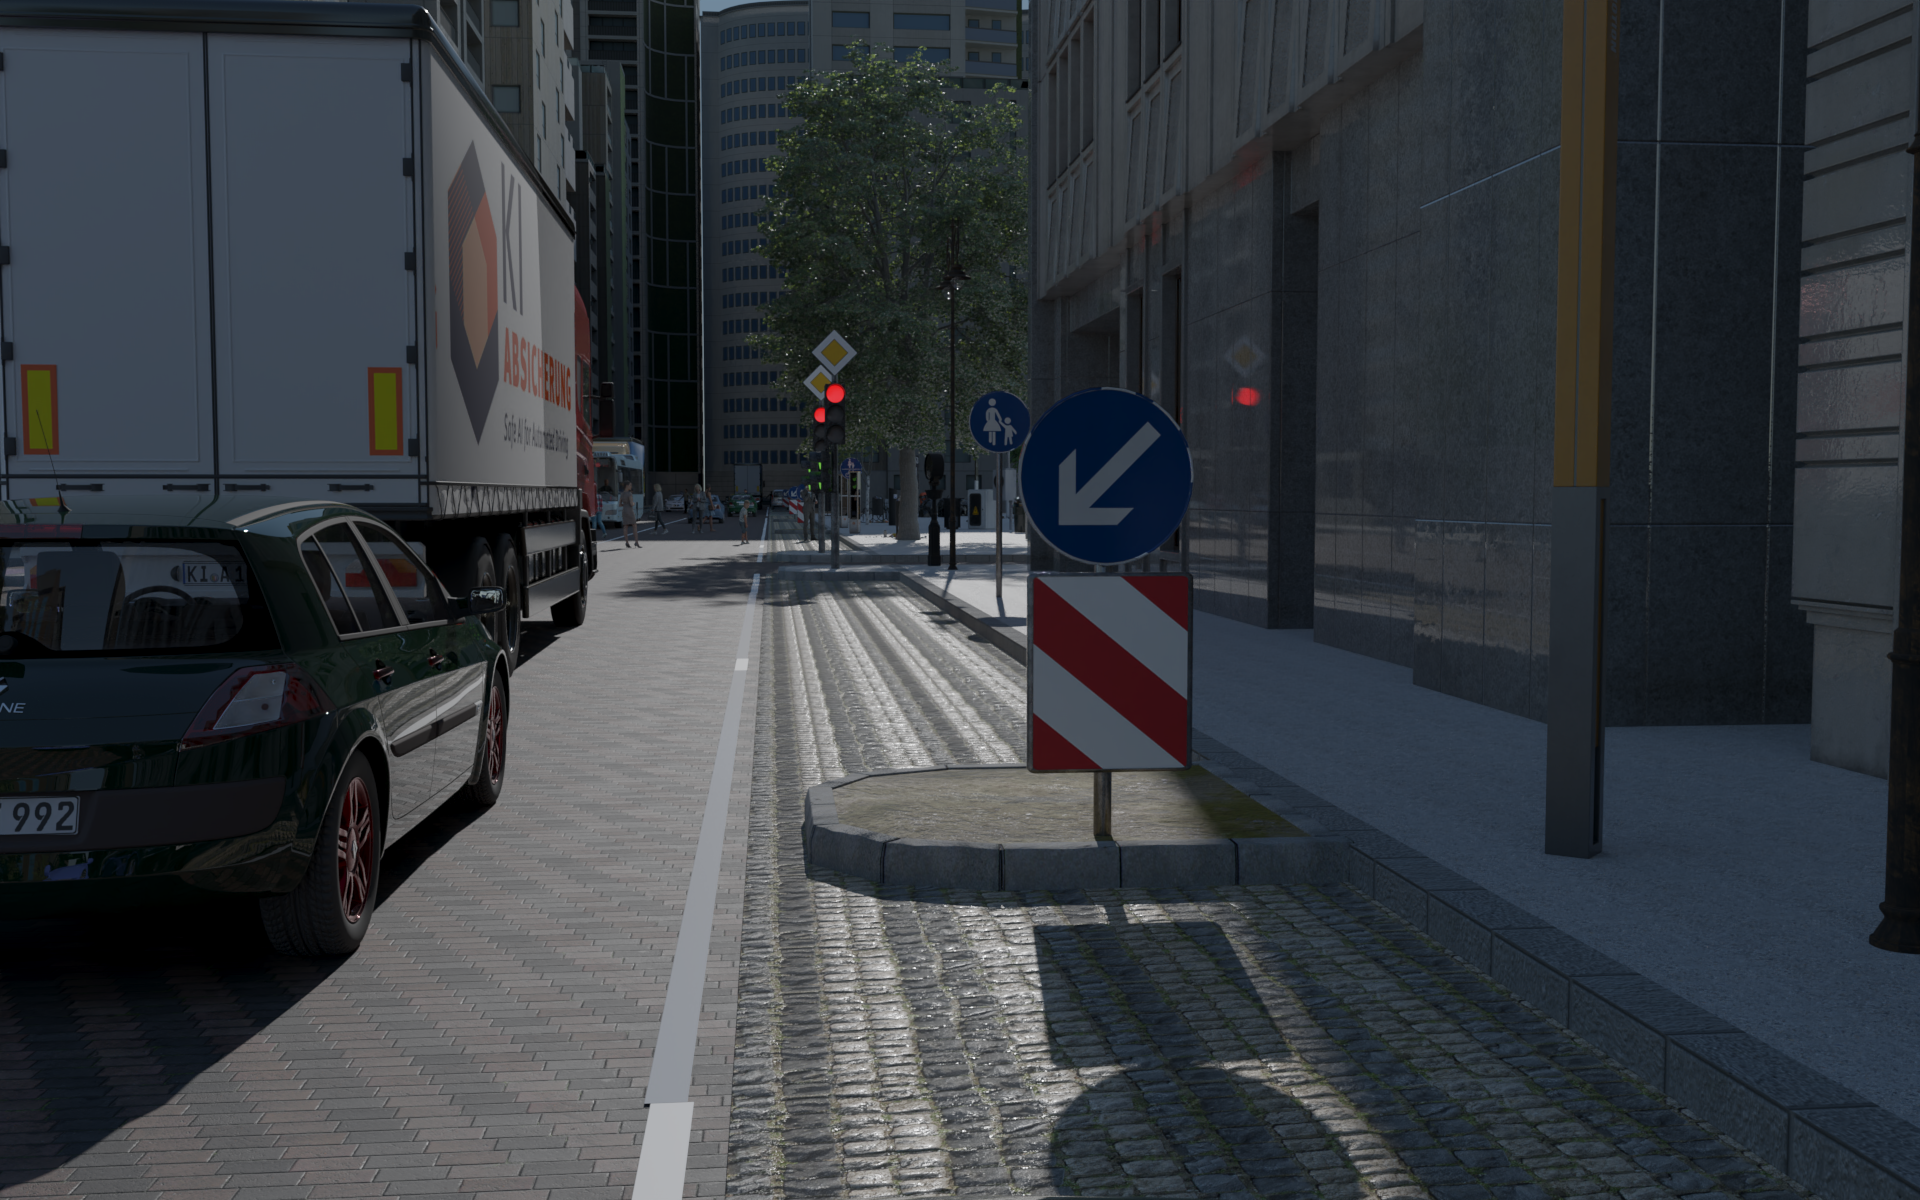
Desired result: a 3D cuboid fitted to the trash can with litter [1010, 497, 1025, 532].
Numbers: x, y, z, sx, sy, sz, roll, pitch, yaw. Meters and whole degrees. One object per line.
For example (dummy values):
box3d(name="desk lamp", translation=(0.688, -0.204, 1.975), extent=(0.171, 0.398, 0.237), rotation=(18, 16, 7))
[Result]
box3d(name="trash can with litter", translation=(2.248, -2.834, 57.730), extent=(1.055, 1.170, 0.624), rotation=(-1, 4, -18))

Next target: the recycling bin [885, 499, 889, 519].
box3d(name="recycling bin", translation=(-3.416, -4.751, 90.232), extent=(0.722, 1.027, 0.722), rotation=(3, 5, 43))

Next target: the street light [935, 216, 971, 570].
box3d(name="street light", translation=(-0.123, -3.448, 29.166), extent=(0.468, 5.910, 1.993), rotation=(0, 4, -6))

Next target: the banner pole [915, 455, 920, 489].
box3d(name="banner pole", translation=(-2.679, -6.563, 97.328), extent=(0.863, 3.779, 0.401), rotation=(-1, 4, -12))

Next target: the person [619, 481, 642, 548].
box3d(name="person", translation=(-8.777, -2.279, 46.097), extent=(0.599, 1.781, 0.374), rotation=(3, 4, 36))

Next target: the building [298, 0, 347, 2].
box3d(name="building", translation=(-37.951, -22.981, 67.628), extent=(32.217, 40.220, 23.993), rotation=(0, 4, -6))

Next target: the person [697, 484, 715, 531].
box3d(name="person", translation=(-9.607, -3.506, 65.913), extent=(0.778, 1.811, 0.616), rotation=(-3, 5, -40))

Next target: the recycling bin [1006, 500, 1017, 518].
box3d(name="recycling bin", translation=(2.868, -5.017, 94.580), extent=(0.722, 1.027, 0.722), rotation=(0, 4, -2))

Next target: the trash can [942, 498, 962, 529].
box3d(name="trash can", translation=(-0.280, -3.145, 63.077), extent=(0.748, 1.137, 0.748), rotation=(0, 3, 0))

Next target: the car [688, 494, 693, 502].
box3d(name="car", translation=(-28.109, -10.500, 181.901), extent=(2.015, 1.641, 3.980), rotation=(0, 4, -4))

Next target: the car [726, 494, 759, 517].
box3d(name="car", translation=(-13.852, -6.023, 110.269), extent=(2.131, 1.459, 4.920), rotation=(0, 4, -6))

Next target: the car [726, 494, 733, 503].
box3d(name="car", translation=(-22.267, -9.918, 172.388), extent=(2.015, 1.641, 3.980), rotation=(0, 4, -7))

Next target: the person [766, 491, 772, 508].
box3d(name="person", translation=(-18.652, -9.914, 171.420), extent=(1.217, 1.723, 0.721), rotation=(0, 4, -2))

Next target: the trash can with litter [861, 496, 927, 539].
box3d(name="trash can with litter", translation=(-1.690, -2.424, 50.694), extent=(1.678, 1.210, 2.233), rotation=(-2, 4, -25))

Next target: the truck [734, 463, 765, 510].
box3d(name="truck", translation=(-19.707, -10.571, 161.757), extent=(2.839, 4.237, 11.283), rotation=(0, 4, -5))

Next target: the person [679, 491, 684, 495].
box3d(name="person", translation=(-24.822, -8.879, 154.336), extent=(0.551, 1.740, 0.621), rotation=(-3, 4, -36))

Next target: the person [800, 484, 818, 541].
box3d(name="person", translation=(-4.548, -2.727, 52.890), extent=(0.447, 1.846, 0.655), rotation=(3, 5, 40))

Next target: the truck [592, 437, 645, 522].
box3d(name="truck", translation=(-17.593, -6.028, 87.477), extent=(2.839, 4.237, 11.283), rotation=(0, 4, -6))

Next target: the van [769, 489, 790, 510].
box3d(name="van", translation=(-16.377, -9.228, 157.886), extent=(2.013, 2.044, 4.112), rotation=(0, 4, -6))

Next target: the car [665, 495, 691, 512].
box3d(name="car", translation=(-22.679, -7.772, 139.440), extent=(2.083, 1.381, 4.827), rotation=(0, 4, -6))

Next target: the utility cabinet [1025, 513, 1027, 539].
box3d(name="utility cabinet", translation=(2.368, -2.444, 48.638), extent=(1.173, 1.500, 0.318), rotation=(-3, 4, -38))

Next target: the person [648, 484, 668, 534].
box3d(name="person", translation=(-10.699, -3.218, 61.304), extent=(0.728, 1.800, 0.709), rotation=(1, 4, 11))

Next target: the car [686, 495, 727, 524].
box3d(name="car", translation=(-12.535, -4.499, 85.556), extent=(2.014, 1.417, 4.499), rotation=(0, 4, -7))

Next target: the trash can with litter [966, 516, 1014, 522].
box3d(name="trash can with litter", translation=(1.087, -4.218, 80.017), extent=(1.678, 1.210, 2.233), rotation=(3, 5, 41))

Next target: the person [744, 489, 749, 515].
box3d(name="person", translation=(-14.722, -6.704, 118.554), extent=(0.568, 1.767, 0.683), rotation=(0, 4, -8))

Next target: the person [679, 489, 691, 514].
box3d(name="person", translation=(-19.963, -7.191, 126.089), extent=(1.348, 1.823, 0.705), rotation=(3, 5, 39))

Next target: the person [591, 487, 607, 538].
box3d(name="person", translation=(-11.880, -2.887, 56.547), extent=(0.643, 1.720, 0.563), rotation=(3, 5, 41))

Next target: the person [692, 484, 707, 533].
box3d(name="person", translation=(-9.535, -3.341, 63.303), extent=(0.537, 1.800, 0.526), rotation=(0, 4, 4))

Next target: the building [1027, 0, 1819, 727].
box3d(name="building", translation=(8.180, -12.308, 19.251), extent=(12.078, 24.808, 19.932), rotation=(0, 4, -6))

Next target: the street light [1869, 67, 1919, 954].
box3d(name="street light", translation=(2.680, -1.954, 4.734), extent=(0.468, 5.910, 1.993), rotation=(0, 4, -6))

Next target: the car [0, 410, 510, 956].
box3d(name="car", translation=(-2.859, 0.190, 6.687), extent=(2.009, 1.686, 4.222), rotation=(0, 4, -6))

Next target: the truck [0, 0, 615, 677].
box3d(name="truck", translation=(-4.885, -1.619, 15.390), extent=(2.839, 4.237, 11.283), rotation=(0, 4, -7))

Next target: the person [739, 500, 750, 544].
box3d(name="person", translation=(-6.179, -2.234, 49.714), extent=(0.352, 1.250, 0.332), rotation=(1, 4, 19))
